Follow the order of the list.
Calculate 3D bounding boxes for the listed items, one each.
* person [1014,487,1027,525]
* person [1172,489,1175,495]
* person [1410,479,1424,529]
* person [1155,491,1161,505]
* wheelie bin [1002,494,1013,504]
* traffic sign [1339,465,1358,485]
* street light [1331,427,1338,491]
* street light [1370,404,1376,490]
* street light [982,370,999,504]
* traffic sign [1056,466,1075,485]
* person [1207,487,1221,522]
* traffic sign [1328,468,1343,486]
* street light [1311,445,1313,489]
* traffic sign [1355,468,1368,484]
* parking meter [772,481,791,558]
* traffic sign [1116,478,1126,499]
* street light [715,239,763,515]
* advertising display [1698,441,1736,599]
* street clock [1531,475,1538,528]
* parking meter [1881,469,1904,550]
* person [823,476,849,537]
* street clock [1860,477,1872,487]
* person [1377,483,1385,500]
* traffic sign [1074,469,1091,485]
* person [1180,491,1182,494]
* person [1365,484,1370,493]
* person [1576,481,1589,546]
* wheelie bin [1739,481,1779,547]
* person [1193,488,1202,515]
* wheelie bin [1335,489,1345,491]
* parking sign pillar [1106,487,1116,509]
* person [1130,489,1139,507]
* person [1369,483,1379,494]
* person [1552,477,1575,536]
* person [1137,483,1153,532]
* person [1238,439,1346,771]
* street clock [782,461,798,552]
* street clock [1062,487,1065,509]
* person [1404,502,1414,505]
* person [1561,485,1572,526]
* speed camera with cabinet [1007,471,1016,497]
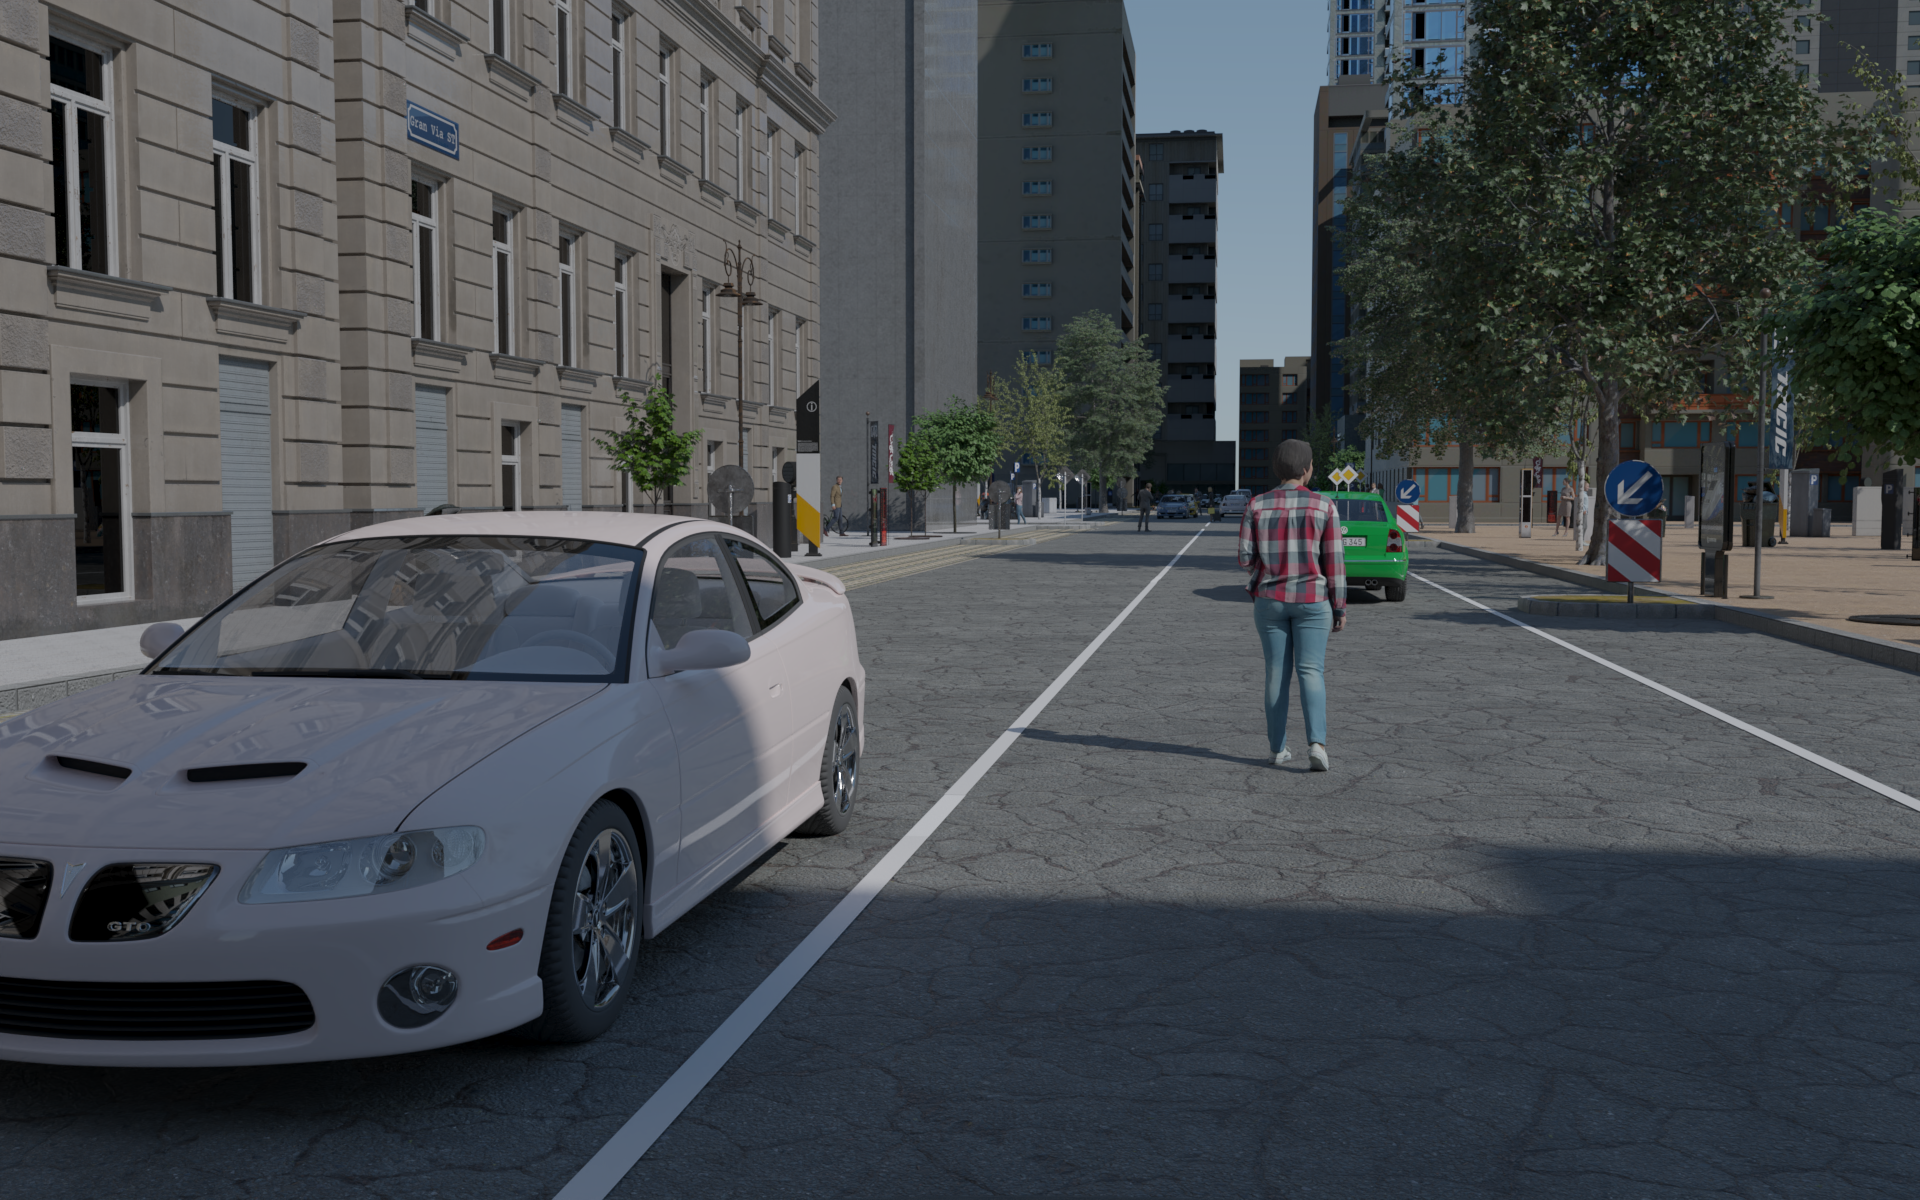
[{"bbox_3d":[2.594,-3.968,73.966,0.643,1.750,0.593,0,4,-1],"label":"person"},{"bbox_3d":[17.725,-8.317,144.253,0.755,1.850,0.659,2,4,30],"label":"person"},{"bbox_3d":[16.633,-3.519,63.445,0.638,1.841,0.748,-3,4,-37],"label":"person"},{"bbox_3d":[24.203,-12.519,211.265,0.750,1.759,0.617,-2,4,-24],"label":"person"},{"bbox_3d":[2.963,-6.217,109.559,0.693,1.594,0.980,1,4,20],"label":"wheelie bin"},{"bbox_3d":[15.548,-4.103,69.272,0.795,2.593,0.064,1,4,9],"label":"traffic sign"},{"bbox_3d":[25.397,-8.865,117.723,0.468,5.910,1.993,1,4,9],"label":"street light"},{"bbox_3d":[20.061,-6.828,84.426,0.468,5.910,1.993,1,4,9],"label":"street light"},{"bbox_3d":[1.143,-5.603,64.404,0.468,5.910,1.993,1,4,9],"label":"street light"},{"bbox_3d":[4.299,-4.213,71.080,0.795,2.593,0.064,1,4,9],"label":"traffic sign"},{"bbox_3d":[13.099,-4.929,89.311,0.699,1.804,1.509,2,4,35],"label":"person"},{"bbox_3d":[16.806,-4.585,77.158,0.795,2.593,0.064,1,4,9],"label":"traffic sign"},{"bbox_3d":[30.552,-10.868,150.486,0.468,5.910,1.993,1,4,9],"label":"street light"},{"bbox_3d":[20.111,-5.334,86.944,0.795,2.593,0.064,1,4,12],"label":"traffic sign"},{"bbox_3d":[-3.584,-1.618,34.859,0.372,1.533,0.369,0,3,0],"label":"parking meter"},{"bbox_3d":[12.257,-8.056,131.820,0.768,2.556,0.104,1,4,14],"label":"traffic sign"},{"bbox_3d":[-4.007,-3.599,31.639,0.468,5.910,1.993,1,4,9],"label":"street light"},{"bbox_3d":[9.394,-0.998,21.530,0.123,1.923,0.974,0,4,6],"label":"advertising display"},{"bbox_3d":[21.521,-3.717,65.345,0.471,2.002,0.358,2,4,25],"label":"street clock"},{"bbox_3d":[21.487,-2.094,39.948,0.255,1.863,0.399,-2,4,-24],"label":"parking meter"},{"bbox_3d":[-3.743,-2.832,52.265,0.836,1.842,0.656,-1,4,-14],"label":"person"},{"bbox_3d":[38.561,-4.232,73.759,0.471,2.002,0.358,-1,4,-21],"label":"street clock"},{"bbox_3d":[19.306,-4.486,79.643,0.600,1.795,0.529,-2,4,-31],"label":"person"},{"bbox_3d":[5.556,-4.696,78.966,0.795,2.593,0.064,1,4,9],"label":"traffic sign"},{"bbox_3d":[25.132,-11.548,197.842,0.750,1.759,0.617,-1,4,-22],"label":"person"},{"bbox_3d":[21.806,-5.281,92.297,0.836,1.842,0.656,0,4,8],"label":"person"},{"bbox_3d":[15.401,-2.138,42.803,0.330,1.601,0.589,2,4,35],"label":"person"},{"bbox_3d":[19.410,-2.090,42.073,0.693,1.594,0.980,-2,4,-25],"label":"wheelie bin"},{"bbox_3d":[16.000,-6.613,116.426,0.655,1.846,0.447,1,4,19],"label":"person"},{"bbox_3d":[24.193,-6.246,110.028,0.980,1.594,0.693,-1,4,-10],"label":"wheelie bin"},{"bbox_3d":[13.037,-10.041,152.643,1.447,3.967,1.447,-1,4,-14],"label":"parking sign pillar"},{"bbox_3d":[17.330,-9.972,169.217,1.348,1.807,0.705,1,4,11],"label":"person"},{"bbox_3d":[18.677,-4.404,78.314,0.520,1.790,0.573,2,4,26],"label":"person"},{"bbox_3d":[18.274,-2.816,52.423,0.374,1.781,0.599,-2,4,-32],"label":"person"},{"bbox_3d":[7.092,-3.547,66.295,0.655,1.846,0.447,2,4,34],"label":"person"},{"bbox_3d":[1.745,0.013,9.123,0.563,1.720,0.643,1,4,18],"label":"person"},{"bbox_3d":[-3.738,-2.079,38.556,0.358,2.002,0.471,-3,5,-40],"label":"street clock"},{"bbox_3d":[9.032,-8.972,151.256,0.358,2.002,0.471,0,4,-8],"label":"street clock"},{"bbox_3d":[16.214,-3.431,62.477,0.444,1.785,0.601,1,4,12],"label":"person"},{"bbox_3d":[25.000,-3.826,71.314,0.793,1.790,0.793,-2,4,-33],"label":"person"},{"bbox_3d":[4.643,-9.427,148.471,0.660,3.252,2.038,3,5,40],"label":"speed camera with cabinet"}]
